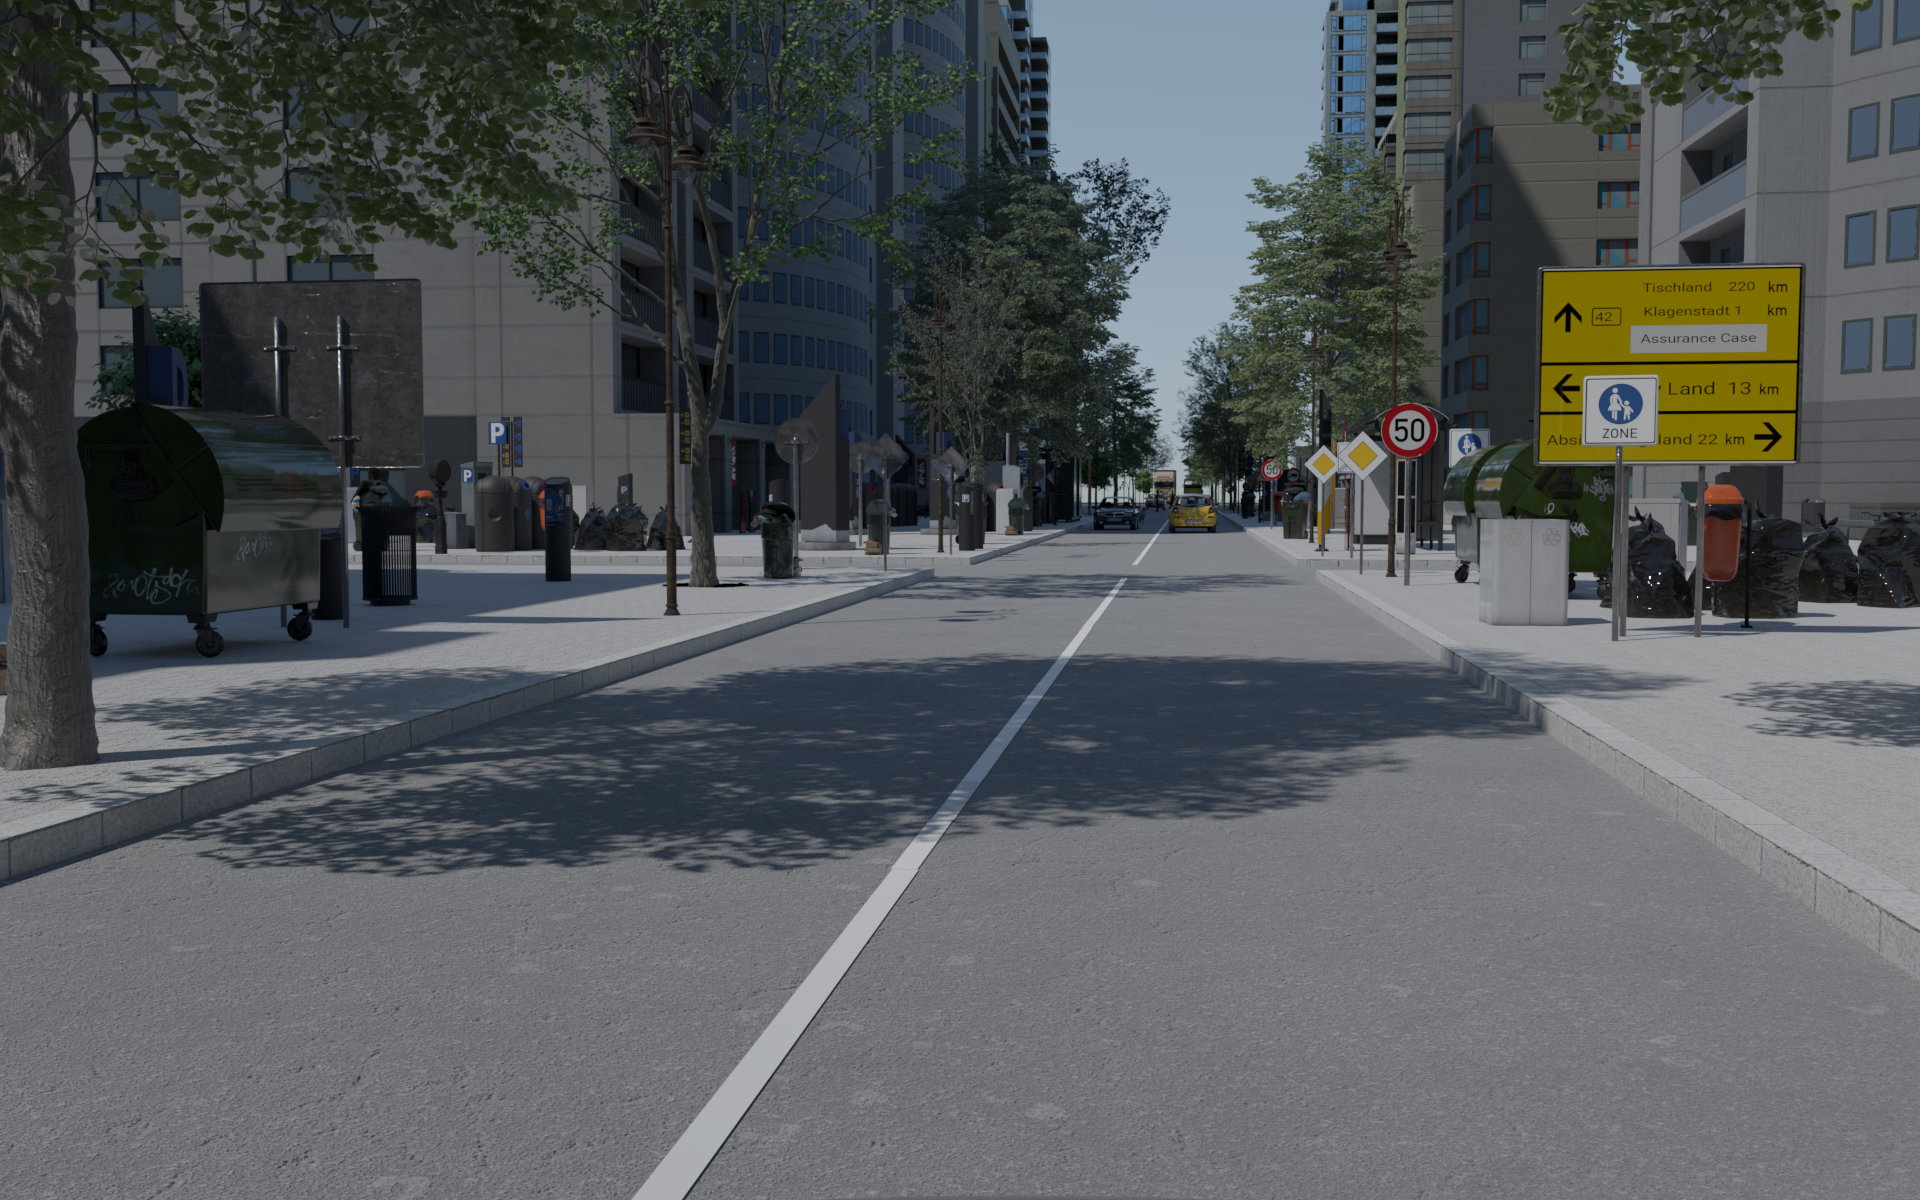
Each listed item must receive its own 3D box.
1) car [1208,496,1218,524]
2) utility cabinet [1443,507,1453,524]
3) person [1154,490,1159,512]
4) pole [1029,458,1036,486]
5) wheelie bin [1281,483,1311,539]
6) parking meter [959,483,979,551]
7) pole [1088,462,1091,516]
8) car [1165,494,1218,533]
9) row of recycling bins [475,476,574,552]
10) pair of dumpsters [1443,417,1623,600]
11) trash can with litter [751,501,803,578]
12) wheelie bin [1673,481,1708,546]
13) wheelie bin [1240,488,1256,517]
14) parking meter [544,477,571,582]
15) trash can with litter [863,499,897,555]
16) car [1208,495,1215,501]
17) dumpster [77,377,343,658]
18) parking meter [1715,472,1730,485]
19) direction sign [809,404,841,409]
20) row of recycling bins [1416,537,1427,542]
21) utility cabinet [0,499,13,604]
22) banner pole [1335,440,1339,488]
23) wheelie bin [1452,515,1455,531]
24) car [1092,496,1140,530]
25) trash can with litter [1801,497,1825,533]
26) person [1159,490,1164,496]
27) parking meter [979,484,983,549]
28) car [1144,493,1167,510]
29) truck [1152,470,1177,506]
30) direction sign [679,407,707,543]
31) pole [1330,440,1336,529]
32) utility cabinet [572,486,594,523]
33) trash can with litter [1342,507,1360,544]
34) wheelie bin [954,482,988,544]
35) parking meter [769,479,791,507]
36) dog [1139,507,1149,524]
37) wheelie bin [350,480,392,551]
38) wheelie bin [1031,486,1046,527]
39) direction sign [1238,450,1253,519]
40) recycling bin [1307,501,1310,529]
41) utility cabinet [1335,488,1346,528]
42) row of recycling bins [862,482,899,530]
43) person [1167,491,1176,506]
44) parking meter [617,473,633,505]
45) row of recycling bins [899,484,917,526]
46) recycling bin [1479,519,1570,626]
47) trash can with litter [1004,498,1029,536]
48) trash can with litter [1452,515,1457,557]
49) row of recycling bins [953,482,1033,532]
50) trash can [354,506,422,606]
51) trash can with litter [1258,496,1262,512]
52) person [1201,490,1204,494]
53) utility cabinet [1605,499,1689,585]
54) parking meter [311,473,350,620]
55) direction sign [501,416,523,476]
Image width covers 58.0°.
[{"bbox_3d":[11.529,-4.355,83.781,1.945,1.354,3.894,0,4,6],"label":"car"},{"bbox_3d":[20.517,-3.911,72.616,0.318,1.500,1.173,-2,4,-31],"label":"utility cabinet"},{"bbox_3d":[15.604,-7.856,137.666,0.721,1.735,1.217,0,4,-7],"label":"person"},{"bbox_3d":[3.575,-5.523,84.150,0.158,3.312,0.155,0,3,0],"label":"pole"},{"bbox_3d":[9.591,-2.540,49.443,0.980,1.594,0.693,2,4,28],"label":"wheelie bin"},{"bbox_3d":[0.157,-1.879,39.128,0.372,1.533,0.369,0,3,0],"label":"parking meter"},{"bbox_3d":[7.604,-6.599,101.732,0.158,3.312,0.155,0,3,0],"label":"pole"},{"bbox_3d":[8.694,-3.347,64.939,2.015,1.641,3.980,0,4,6],"label":"car"},{"bbox_3d":[-10.038,-2.003,39.858,1.069,1.692,3.534,1,4,16],"label":"row of recycling bins"},{"bbox_3d":[7.511,-1.247,22.881,1.574,2.255,4.437,0,4,7],"label":"pair of dumpsters"},{"bbox_3d":[-2.780,-0.930,26.588,0.624,1.170,1.055,1,4,8],"label":"trash can with litter"},{"bbox_3d":[18.224,-2.153,43.114,0.980,1.594,0.693,0,4,1],"label":"wheelie bin"},{"bbox_3d":[16.091,-5.434,96.749,0.693,1.594,0.980,-3,5,-42],"label":"wheelie bin"},{"bbox_3d":[-5.923,-1.045,25.496,0.372,1.533,0.369,0,3,0],"label":"parking meter"},{"bbox_3d":[-1.710,-1.549,36.711,0.624,1.170,1.055,0,4,6],"label":"trash can with litter"},{"bbox_3d":[18.032,-7.186,129.498,2.014,1.417,4.499,0,4,8],"label":"car"},{"bbox_3d":[-6.278,-0.725,14.353,1.502,2.255,1.985,0,4,8],"label":"dumpster"},{"bbox_3d":[20.216,-2.461,45.952,0.255,1.863,0.399,0,4,-4],"label":"parking meter"},{"bbox_3d":[-3.393,-3.163,43.719,0.876,3.537,0.379,-2,4,-30],"label":"direction sign"},{"bbox_3d":[12.501,-2.518,48.279,1.069,1.692,3.534,1,4,19],"label":"row of recycling bins"},{"bbox_3d":[-11.712,-0.559,20.297,1.020,1.237,0.306,-1,4,-11],"label":"utility cabinet"},{"bbox_3d":[17.129,-5.470,79.455,0.863,3.779,0.401,-2,4,-35],"label":"banner pole"},{"bbox_3d":[17.367,-3.176,59.829,0.980,1.594,0.693,1,4,16],"label":"wheelie bin"},{"bbox_3d":[6.364,-3.528,70.262,1.945,1.354,3.894,1,4,8],"label":"car"},{"bbox_3d":[20.451,-1.919,42.438,2.233,1.210,1.678,1,4,20],"label":"trash can with litter"},{"bbox_3d":[20.406,-10.204,175.198,0.709,1.838,0.599,2,4,28],"label":"person"},{"bbox_3d":[0.361,-1.955,40.378,0.372,1.533,0.369,0,3,0],"label":"parking meter"},{"bbox_3d":[17.884,-9.128,158.284,2.155,1.783,4.494,1,4,8],"label":"car"},{"bbox_3d":[23.979,-13.065,202.521,2.839,4.237,11.283,1,4,8],"label":"truck"},{"bbox_3d":[-7.007,-3.278,45.595,0.876,3.537,0.379,-3,5,-43],"label":"direction sign"},{"bbox_3d":[13.673,-4.263,63.547,0.158,3.312,0.155,0,3,0],"label":"pole"},{"bbox_3d":[-10.304,-2.311,46.456,1.173,1.500,0.318,3,4,36],"label":"utility cabinet"},{"bbox_3d":[10.432,-2.036,44.681,1.055,1.170,0.624,-1,4,-14],"label":"trash can with litter"},{"bbox_3d":[0.279,-2.235,44.446,0.980,1.594,0.693,3,4,38],"label":"wheelie bin"},{"bbox_3d":[-3.058,-1.290,29.499,0.372,1.533,0.369,0,3,0],"label":"parking meter"},{"bbox_3d":[8.723,-4.107,83.994,0.513,0.831,0.800,-2,4,-24],"label":"dog"},{"bbox_3d":[-13.192,-1.898,38.933,0.693,1.594,0.980,1,4,21],"label":"wheelie bin"},{"bbox_3d":[2.898,-3.691,68.254,0.980,1.594,0.693,1,4,16],"label":"wheelie bin"},{"bbox_3d":[14.780,-5.979,89.753,0.876,3.537,0.379,-2,4,-26],"label":"direction sign"},{"bbox_3d":[12.599,-3.154,64.128,0.722,1.027,0.722,2,4,29],"label":"recycling bin"},{"bbox_3d":[14.090,-3.406,64.365,1.173,1.500,0.318,-1,4,-12],"label":"utility cabinet"},{"bbox_3d":[-3.462,-3.122,58.164,1.069,1.692,3.534,2,4,27],"label":"row of recycling bins"},{"bbox_3d":[19.940,-9.363,162.303,1.217,1.735,0.721,0,4,-8],"label":"person"},{"bbox_3d":[-9.441,-2.638,48.847,0.399,1.863,0.255,1,4,9],"label":"parking meter"},{"bbox_3d":[-2.496,-3.816,69.507,1.069,1.692,3.534,1,4,16],"label":"row of recycling bins"},{"bbox_3d":[5.580,-0.282,17.158,0.722,1.027,0.722,0,4,6],"label":"recycling bin"},{"bbox_3d":[1.743,-2.592,53.764,0.624,1.170,1.055,1,4,16],"label":"trash can with litter"},{"bbox_3d":[10.388,-1.430,34.768,0.624,1.170,1.055,-2,4,-27],"label":"trash can with litter"},{"bbox_3d":[0.868,-3.158,58.751,3.534,1.692,1.069,-2,4,-32],"label":"row of recycling bins"},{"bbox_3d":[-6.596,-0.512,20.018,0.748,1.137,0.748,0,3,0],"label":"trash can"},{"bbox_3d":[19.445,-6.013,109.699,1.055,1.170,0.624,-1,4,-15],"label":"trash can with litter"},{"bbox_3d":[22.905,-9.485,163.576,0.705,1.824,1.348,-1,4,-10],"label":"person"},{"bbox_3d":[9.466,-0.778,23.886,1.020,1.237,0.306,3,5,43],"label":"utility cabinet"},{"bbox_3d":[-6.466,-0.571,17.741,0.372,1.533,0.369,0,3,0],"label":"parking meter"},{"bbox_3d":[-13.117,-3.594,50.763,0.876,3.537,0.379,2,4,34],"label":"direction sign"}]
